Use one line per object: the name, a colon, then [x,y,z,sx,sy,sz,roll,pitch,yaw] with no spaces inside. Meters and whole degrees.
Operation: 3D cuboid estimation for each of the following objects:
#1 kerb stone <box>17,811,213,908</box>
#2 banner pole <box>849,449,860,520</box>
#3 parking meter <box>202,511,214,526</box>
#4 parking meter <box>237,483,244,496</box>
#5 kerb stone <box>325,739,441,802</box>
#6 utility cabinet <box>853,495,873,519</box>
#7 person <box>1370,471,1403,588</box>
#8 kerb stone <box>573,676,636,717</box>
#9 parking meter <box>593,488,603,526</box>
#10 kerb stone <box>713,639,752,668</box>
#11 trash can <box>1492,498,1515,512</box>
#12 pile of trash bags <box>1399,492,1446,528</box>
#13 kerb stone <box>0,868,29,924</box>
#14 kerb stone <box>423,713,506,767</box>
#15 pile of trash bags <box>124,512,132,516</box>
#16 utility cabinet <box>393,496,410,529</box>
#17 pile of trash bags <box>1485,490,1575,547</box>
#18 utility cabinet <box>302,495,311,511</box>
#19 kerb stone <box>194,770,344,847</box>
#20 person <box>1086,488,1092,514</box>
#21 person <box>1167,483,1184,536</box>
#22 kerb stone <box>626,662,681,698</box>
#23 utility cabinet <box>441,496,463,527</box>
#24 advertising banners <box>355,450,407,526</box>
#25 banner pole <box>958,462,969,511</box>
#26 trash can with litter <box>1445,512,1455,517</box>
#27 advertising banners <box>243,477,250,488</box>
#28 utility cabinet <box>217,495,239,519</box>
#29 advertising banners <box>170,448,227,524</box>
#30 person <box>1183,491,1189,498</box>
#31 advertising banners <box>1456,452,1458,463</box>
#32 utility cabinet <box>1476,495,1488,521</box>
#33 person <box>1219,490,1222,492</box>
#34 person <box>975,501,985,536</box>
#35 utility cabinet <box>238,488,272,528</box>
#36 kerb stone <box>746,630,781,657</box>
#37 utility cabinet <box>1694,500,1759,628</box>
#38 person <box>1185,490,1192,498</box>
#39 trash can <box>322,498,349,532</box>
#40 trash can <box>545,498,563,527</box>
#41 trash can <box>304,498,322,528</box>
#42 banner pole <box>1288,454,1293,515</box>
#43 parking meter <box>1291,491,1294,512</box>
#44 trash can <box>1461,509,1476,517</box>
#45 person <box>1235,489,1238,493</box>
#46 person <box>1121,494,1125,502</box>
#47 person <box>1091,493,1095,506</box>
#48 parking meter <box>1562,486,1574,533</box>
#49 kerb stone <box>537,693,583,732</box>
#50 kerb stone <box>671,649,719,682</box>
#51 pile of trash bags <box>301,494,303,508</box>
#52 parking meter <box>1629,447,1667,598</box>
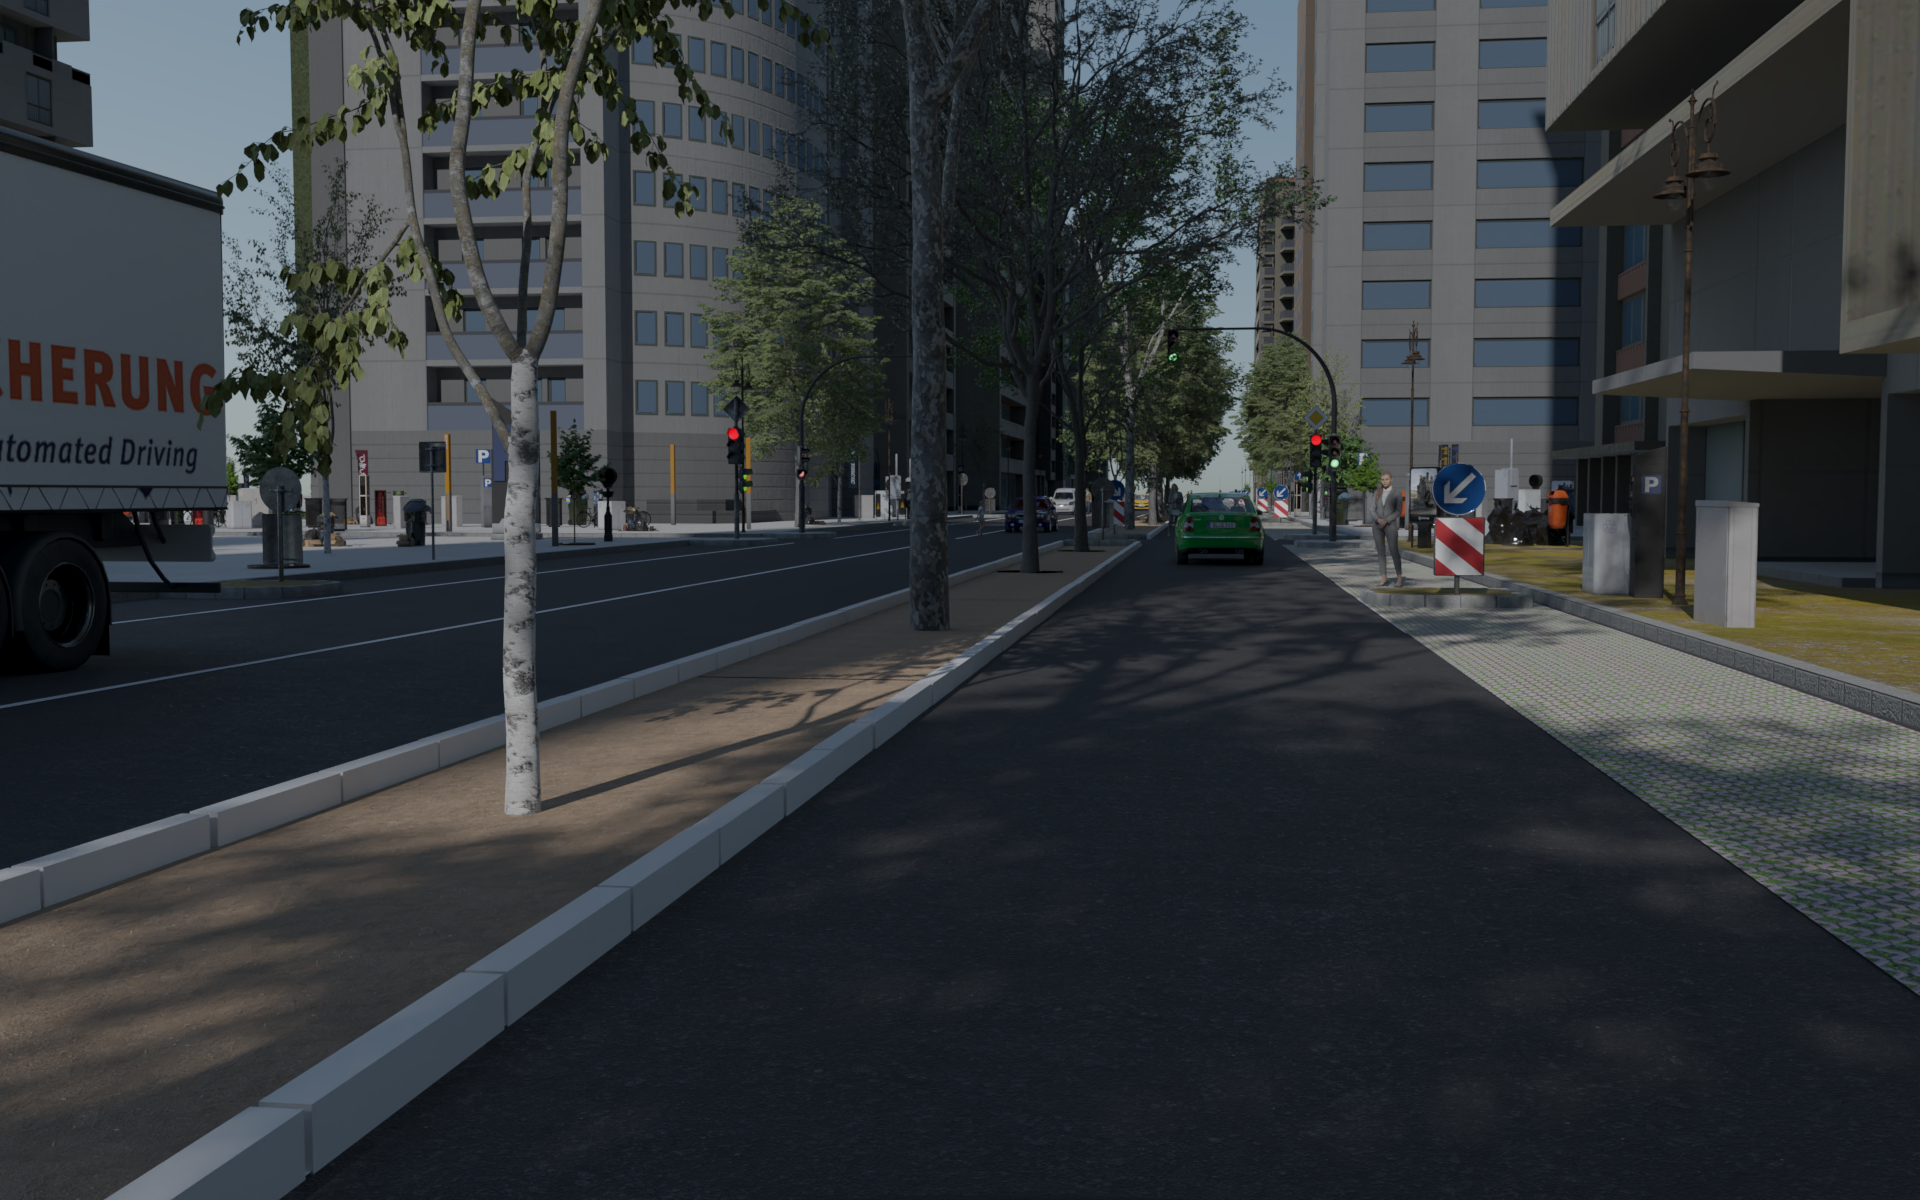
kerb stone: [-3.137,0.963,6.456,0.120,0.150,1.000,1,4,8]
banner pole: [-5.086,-5.769,84.348,0.863,3.779,0.401,-3,5,-40]
parking meter: [-27.623,-3.375,63.589,0.372,1.533,0.369,0,3,0]
parking meter: [-37.671,-5.199,90.713,0.255,1.863,0.399,0,4,0]
kerb stone: [-2.837,0.839,8.503,0.120,0.150,1.000,1,4,8]
utility cabinet: [-5.082,-4.883,91.006,1.020,1.237,0.306,-1,4,-19]
person: [6.525,-1.086,26.528,0.520,1.790,0.573,1,4,17]
kerb stone: [-2.400,0.654,11.550,0.120,0.150,1.000,1,4,8]
parking meter: [-14.379,-3.698,68.867,0.372,1.533,0.369,0,3,0]
kerb stone: [-1.962,0.466,14.587,0.120,0.150,1.000,1,4,8]
trash can: [19.071,-3.007,60.812,0.748,1.137,0.748,0,3,0]
pile of trash bags: [17.133,-3.356,64.626,1.912,1.369,3.447,3,4,36]
kerb stone: [-3.280,1.025,5.444,0.120,0.150,1.000,1,4,8]
kerb stone: [-2.696,0.776,9.515,0.120,0.150,1.000,1,4,8]
pile of trash bags: [-53.017,-6.246,111.871,3.447,1.369,1.912,-1,4,-21]
utility cabinet: [-20.904,-3.286,64.893,0.306,1.237,1.020,0,4,2]
pile of trash bags: [14.398,-2.047,43.225,1.912,1.369,3.447,0,4,-2]
utility cabinet: [-34.188,-4.910,91.446,1.020,1.237,0.306,1,4,18]
kerb stone: [-2.979,0.900,7.482,0.120,0.150,1.000,1,4,8]
person: [9.231,-7.120,124.826,0.656,1.842,0.836,2,4,26]
person: [7.339,-3.073,58.925,0.537,1.800,0.526,1,4,16]
kerb stone: [-2.254,0.589,12.564,0.120,0.150,1.000,1,4,8]
utility cabinet: [-19.932,-3.472,67.922,1.020,1.237,0.306,3,5,39]
advertising banners: [-23.091,-4.458,69.072,2.074,3.025,0.090,-3,5,-41]
banner pole: [0.247,-8.700,132.268,0.863,3.779,0.401,1,4,17]
trash can with litter: [17.164,-2.997,60.382,0.624,1.170,1.055,2,4,31]
advertising banners: [-53.935,-8.356,132.810,2.074,3.025,0.090,-2,4,-32]
utility cabinet: [-37.214,-4.703,88.056,1.020,1.237,0.306,0,4,5]
advertising banners: [-28.519,-4.196,64.798,2.074,3.025,0.090,-1,4,-22]
person: [24.139,-10.660,183.316,1.217,1.766,0.721,1,4,20]
advertising banners: [20.628,-4.651,72.229,0.090,3.025,2.074,1,4,11]
utility cabinet: [25.215,-4.438,83.729,0.306,1.237,1.020,2,4,31]
person: [23.912,-9.204,159.004,0.705,1.821,1.348,0,4,-4]
person: [0.674,-2.776,58.906,0.382,1.210,0.505,0,4,-4]
utility cabinet: [-26.570,-3.464,65.310,1.173,1.500,0.318,0,4,7]
kerb stone: [-1.815,0.407,15.599,0.120,0.150,1.000,1,4,8]
utility cabinet: [7.560,-0.363,17.098,0.306,1.237,1.020,0,4,7]
person: [22.935,-9.990,171.806,1.348,1.831,0.705,1,4,22]
trash can: [-21.319,-2.915,59.319,0.748,1.137,0.748,0,3,0]
trash can: [-15.745,-3.397,67.189,0.748,1.137,0.748,0,3,0]
trash can: [-24.529,-3.309,65.750,0.748,1.137,0.748,0,3,0]
banner pole: [20.676,-7.257,108.672,0.401,3.779,0.863,0,4,-4]
parking meter: [23.929,-7.084,124.239,0.372,1.533,0.369,0,3,0]
trash can: [16.880,-2.819,57.747,0.748,1.137,0.748,0,3,0]
person: [20.392,-7.266,127.568,0.850,1.792,0.678,-1,4,-10]
person: [9.686,-5.732,102.028,0.655,1.846,0.447,-2,4,-32]
person: [15.573,-11.921,203.043,1.348,1.869,0.705,1,4,10]
parking meter: [19.815,-2.940,56.481,0.372,1.533,0.369,0,3,0]
kerb stone: [-2.547,0.714,10.537,0.120,0.150,1.000,1,4,8]
kerb stone: [-2.108,0.527,13.575,0.120,0.150,1.000,1,4,8]
pile of trash bags: [-38.352,-5.768,104.054,3.447,1.369,1.912,-3,5,-42]
parking meter: [8.488,-0.960,21.399,0.399,1.863,0.255,1,4,10]
